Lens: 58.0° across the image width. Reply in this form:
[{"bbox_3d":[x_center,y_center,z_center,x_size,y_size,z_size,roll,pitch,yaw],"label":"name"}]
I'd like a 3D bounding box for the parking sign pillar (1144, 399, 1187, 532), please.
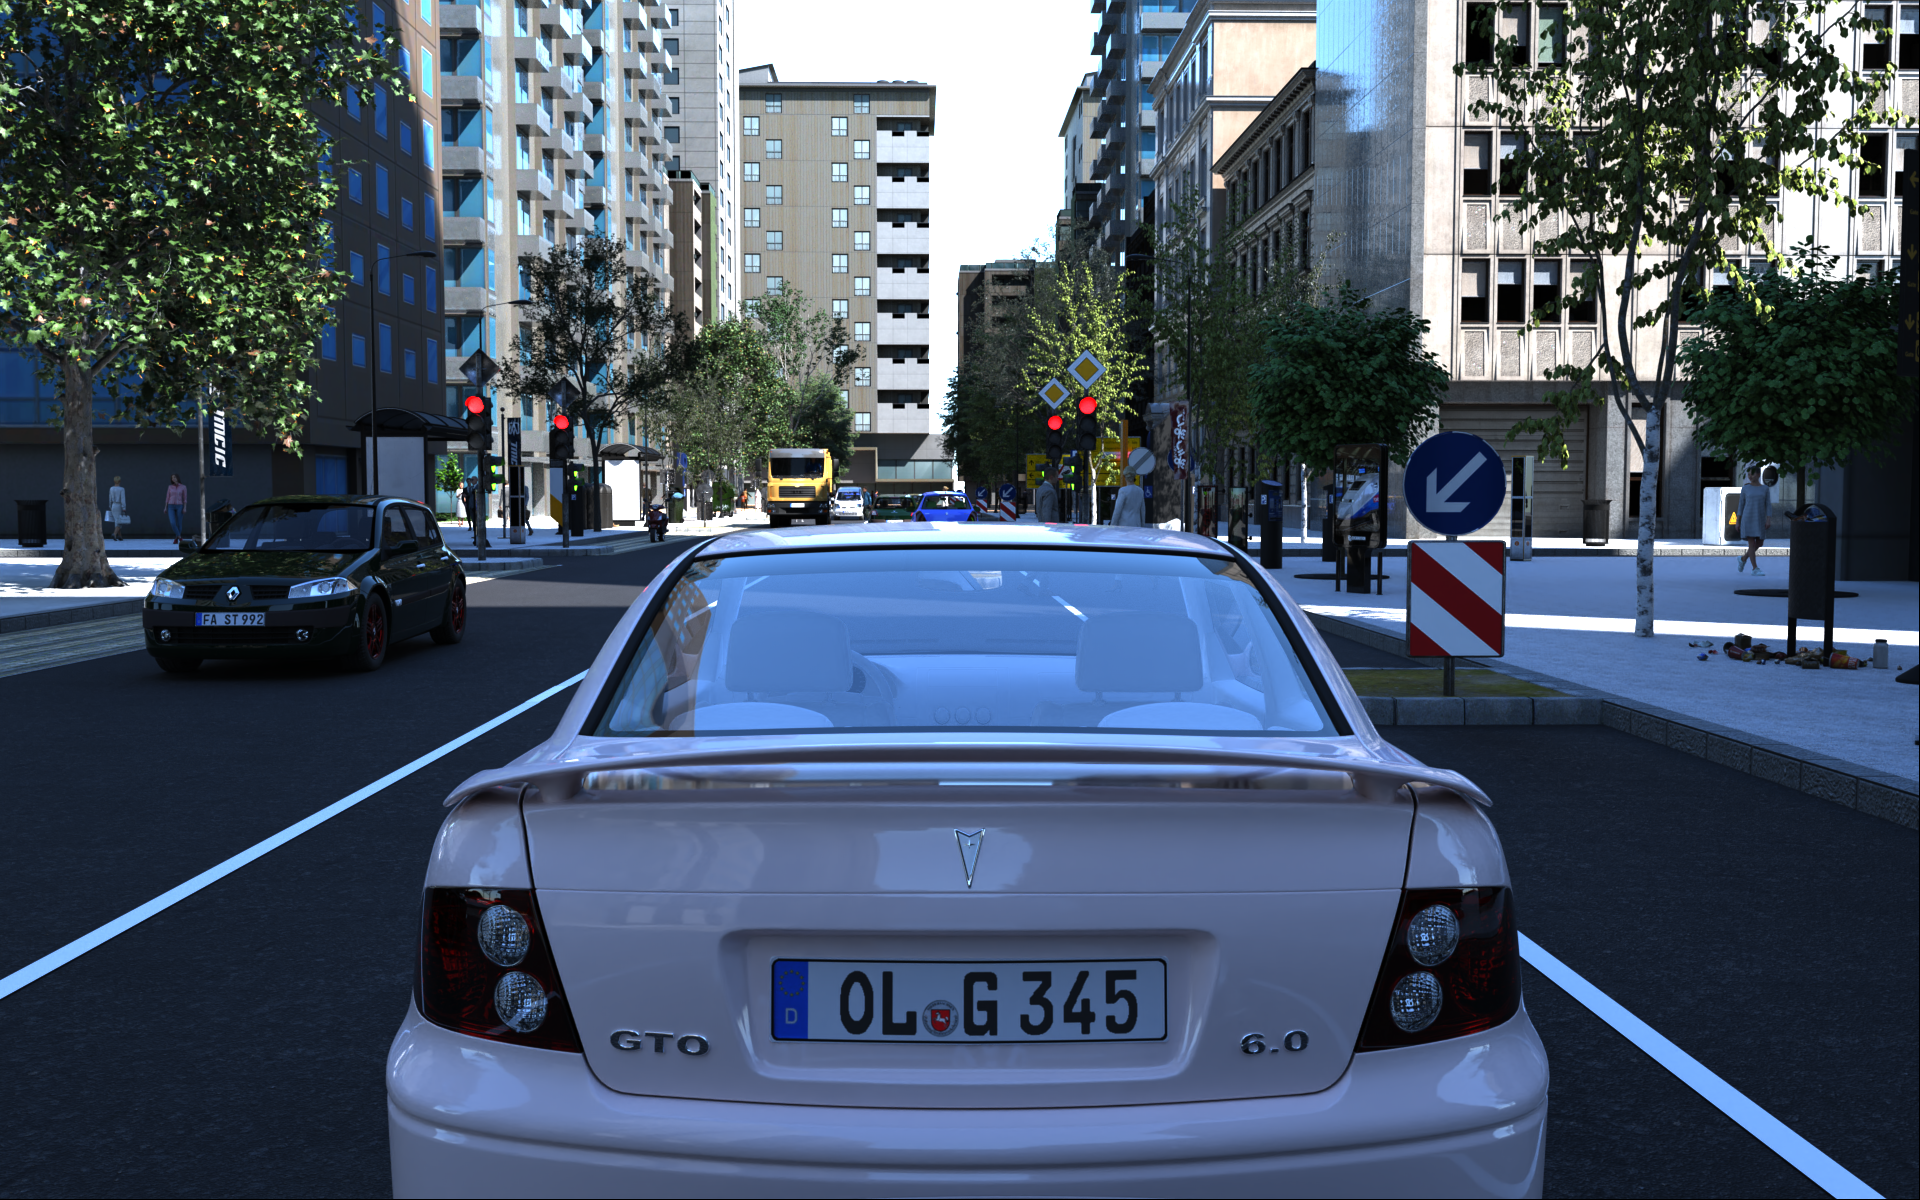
[{"bbox_3d":[5.803,-3.696,48.903,1.447,3.967,1.447,-3,4,-36],"label":"parking sign pillar"}]

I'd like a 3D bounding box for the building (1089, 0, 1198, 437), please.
[{"bbox_3d":[22.291,-31.816,139.794,23.786,49.044,30.456,0,4,-1],"label":"building"}]

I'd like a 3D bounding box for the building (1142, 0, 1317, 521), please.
[{"bbox_3d":[17.612,-18.628,90.480,13.634,28.700,20.117,0,4,-1],"label":"building"}]

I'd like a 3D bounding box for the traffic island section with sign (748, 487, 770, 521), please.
[{"bbox_3d":[-10.382,-5.187,93.437,1.989,1.847,2.006,0,4,-1],"label":"traffic island section with sign"}]

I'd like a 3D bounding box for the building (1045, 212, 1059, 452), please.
[{"bbox_3d":[16.576,-24.827,177.630,14.160,30.474,14.107,0,4,-1],"label":"building"}]

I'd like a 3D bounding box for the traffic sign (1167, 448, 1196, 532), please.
[{"bbox_3d":[5.623,-2.673,43.809,0.768,2.556,0.104,1,4,8],"label":"traffic sign"}]

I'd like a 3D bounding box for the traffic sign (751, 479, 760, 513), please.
[{"bbox_3d":[-13.656,-6.934,115.494,0.606,2.300,0.079,0,4,3],"label":"traffic sign"}]

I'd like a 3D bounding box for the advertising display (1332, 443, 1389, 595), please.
[{"bbox_3d":[5.165,-1.050,22.389,0.123,1.923,0.974,-2,4,-25],"label":"advertising display"}]

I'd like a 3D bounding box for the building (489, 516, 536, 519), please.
[{"bbox_3d":[-33.828,-29.370,99.808,23.786,49.044,30.456,0,4,-1],"label":"building"}]

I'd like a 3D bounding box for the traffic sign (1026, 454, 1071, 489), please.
[{"bbox_3d":[4.460,-5.713,87.277,2.265,3.308,0.079,0,4,1],"label":"traffic sign"}]

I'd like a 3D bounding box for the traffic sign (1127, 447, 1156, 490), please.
[{"bbox_3d":[4.942,-2.880,47.196,0.768,2.556,0.104,0,4,3],"label":"traffic sign"}]

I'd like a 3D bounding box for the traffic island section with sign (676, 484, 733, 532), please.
[{"bbox_3d":[-9.728,-3.515,66.099,1.989,1.847,2.006,0,4,-1],"label":"traffic island section with sign"}]

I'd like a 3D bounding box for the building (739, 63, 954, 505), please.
[{"bbox_3d":[-14.699,-38.659,221.311,27.495,52.752,28.713,0,4,-1],"label":"building"}]

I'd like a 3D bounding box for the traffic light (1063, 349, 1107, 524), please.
[{"bbox_3d":[2.430,-2.737,33.672,0.839,4.253,0.868,0,4,-1],"label":"traffic light"}]

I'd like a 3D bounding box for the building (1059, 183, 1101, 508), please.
[{"bbox_3d":[17.242,-23.956,163.383,14.160,30.474,14.107,0,4,-1],"label":"building"}]

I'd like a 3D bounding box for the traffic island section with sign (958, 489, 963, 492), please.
[{"bbox_3d":[1.033,-5.232,94.169,1.989,1.847,2.006,0,4,-1],"label":"traffic island section with sign"}]

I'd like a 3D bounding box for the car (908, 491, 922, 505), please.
[{"bbox_3d":[-2.578,-5.455,99.406,2.015,1.641,3.980,0,3,0],"label":"car"}]

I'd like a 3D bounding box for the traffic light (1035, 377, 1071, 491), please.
[{"bbox_3d":[2.239,-3.225,41.655,0.839,4.253,0.868,0,4,-1],"label":"traffic light"}]

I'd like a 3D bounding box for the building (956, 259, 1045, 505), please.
[{"bbox_3d":[6.689,-27.175,216.018,14.107,30.474,14.160,0,4,-1],"label":"building"}]

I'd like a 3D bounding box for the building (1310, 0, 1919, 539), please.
[{"bbox_3d":[22.398,-14.459,54.428,19.932,24.808,12.078,0,4,-1],"label":"building"}]

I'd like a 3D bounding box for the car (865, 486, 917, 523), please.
[{"bbox_3d":[-2.124,-2.882,56.910,2.009,1.686,4.222,0,4,-1],"label":"car"}]

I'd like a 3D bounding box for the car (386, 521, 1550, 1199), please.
[{"bbox_3d":[0.009,0.479,4.537,2.083,1.381,4.827,0,3,0],"label":"car"}]

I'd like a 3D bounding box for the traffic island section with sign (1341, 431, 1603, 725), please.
[{"bbox_3d":[2.994,-0.187,11.694,1.989,1.847,2.006,0,4,-1],"label":"traffic island section with sign"}]

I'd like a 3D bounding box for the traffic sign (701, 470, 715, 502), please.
[{"bbox_3d":[-13.138,-5.519,90.347,0.768,2.556,0.104,0,4,3],"label":"traffic sign"}]

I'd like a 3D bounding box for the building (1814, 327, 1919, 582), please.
[{"bbox_3d":[23.410,-35.222,14.136,20.563,71.187,20.611,0,4,-1],"label":"building"}]

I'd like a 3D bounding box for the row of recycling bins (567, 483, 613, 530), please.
[{"bbox_3d":[-13.632,-3.462,63.723,1.069,1.692,3.534,1,4,9],"label":"row of recycling bins"}]

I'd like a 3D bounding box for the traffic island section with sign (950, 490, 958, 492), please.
[{"bbox_3d":[-0.809,-9.926,170.916,1.989,1.847,2.006,0,4,-1],"label":"traffic island section with sign"}]

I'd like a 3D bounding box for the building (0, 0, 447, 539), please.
[{"bbox_3d":[-25.368,-24.733,54.502,14.600,45.320,14.200,0,4,-1],"label":"building"}]

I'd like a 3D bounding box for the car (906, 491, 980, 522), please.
[{"bbox_3d":[-0.418,-2.136,44.508,1.945,1.707,3.694,0,4,-3],"label":"car"}]

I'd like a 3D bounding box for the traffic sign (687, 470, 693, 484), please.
[{"bbox_3d":[-14.462,-5.582,91.364,0.768,2.556,0.104,0,4,5],"label":"traffic sign"}]

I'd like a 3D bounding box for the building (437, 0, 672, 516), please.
[{"bbox_3d":[-33.947,-31.261,130.733,23.786,49.044,30.456,0,4,-1],"label":"building"}]

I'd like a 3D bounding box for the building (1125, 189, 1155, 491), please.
[{"bbox_3d":[17.536,-17.108,109.394,12.332,23.373,15.834,0,4,-1],"label":"building"}]

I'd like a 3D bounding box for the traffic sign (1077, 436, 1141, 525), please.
[{"bbox_3d":[5.266,-4.123,61.285,2.265,3.308,0.079,0,4,8],"label":"traffic sign"}]

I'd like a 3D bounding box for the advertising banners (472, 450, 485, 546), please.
[{"bbox_3d":[-12.085,-2.900,43.603,0.090,3.025,2.074,0,4,-7],"label":"advertising banners"}]

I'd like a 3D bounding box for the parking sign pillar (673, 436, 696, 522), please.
[{"bbox_3d":[-13.114,-5.671,81.189,1.447,3.967,1.447,0,4,1],"label":"parking sign pillar"}]

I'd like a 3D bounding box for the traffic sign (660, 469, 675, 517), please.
[{"bbox_3d":[-11.968,-4.204,70.869,0.606,2.300,0.079,0,4,-1],"label":"traffic sign"}]

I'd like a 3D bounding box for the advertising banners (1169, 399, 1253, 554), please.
[{"bbox_3d":[4.556,-2.172,31.693,0.090,3.025,2.074,-3,4,-38],"label":"advertising banners"}]

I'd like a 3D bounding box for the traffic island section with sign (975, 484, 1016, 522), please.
[{"bbox_3d":[1.682,-3.531,66.361,1.989,1.847,2.006,0,4,-1],"label":"traffic island section with sign"}]

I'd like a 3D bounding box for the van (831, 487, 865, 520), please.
[{"bbox_3d":[-6.104,-5.416,95.568,2.013,2.044,4.112,0,4,-1],"label":"van"}]

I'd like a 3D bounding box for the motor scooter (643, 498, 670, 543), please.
[{"bbox_3d":[-8.996,-2.371,51.537,0.815,1.314,1.986,0,4,-1],"label":"motor scooter"}]

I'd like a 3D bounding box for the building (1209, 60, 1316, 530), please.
[{"bbox_3d":[17.055,-12.628,71.090,10.561,19.102,19.286,0,4,-1],"label":"building"}]

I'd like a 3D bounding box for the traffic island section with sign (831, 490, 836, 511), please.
[{"bbox_3d":[-12.213,-9.884,170.230,1.989,1.847,2.006,0,4,-1],"label":"traffic island section with sign"}]

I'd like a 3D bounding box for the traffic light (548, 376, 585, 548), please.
[{"bbox_3d":[-9.419,-3.207,41.361,0.839,4.253,0.868,0,4,-1],"label":"traffic light"}]

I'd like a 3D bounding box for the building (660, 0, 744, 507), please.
[{"bbox_3d":[-33.143,-44.916,172.631,20.611,71.187,20.563,0,4,-1],"label":"building"}]

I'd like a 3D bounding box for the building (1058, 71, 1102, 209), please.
[{"bbox_3d":[27.367,-38.741,222.650,27.495,52.752,28.713,0,4,-1],"label":"building"}]

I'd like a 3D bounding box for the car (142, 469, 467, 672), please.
[{"bbox_3d":[-5.612,-0.332,15.210,2.009,1.686,4.222,0,4,-2],"label":"car"}]

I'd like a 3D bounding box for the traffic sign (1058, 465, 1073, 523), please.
[{"bbox_3d":[3.958,-3.937,64.368,0.884,2.594,0.081,1,4,8],"label":"traffic sign"}]

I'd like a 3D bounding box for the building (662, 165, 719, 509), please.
[{"bbox_3d":[-29.363,-23.374,153.870,14.160,30.474,14.107,0,4,-1],"label":"building"}]
